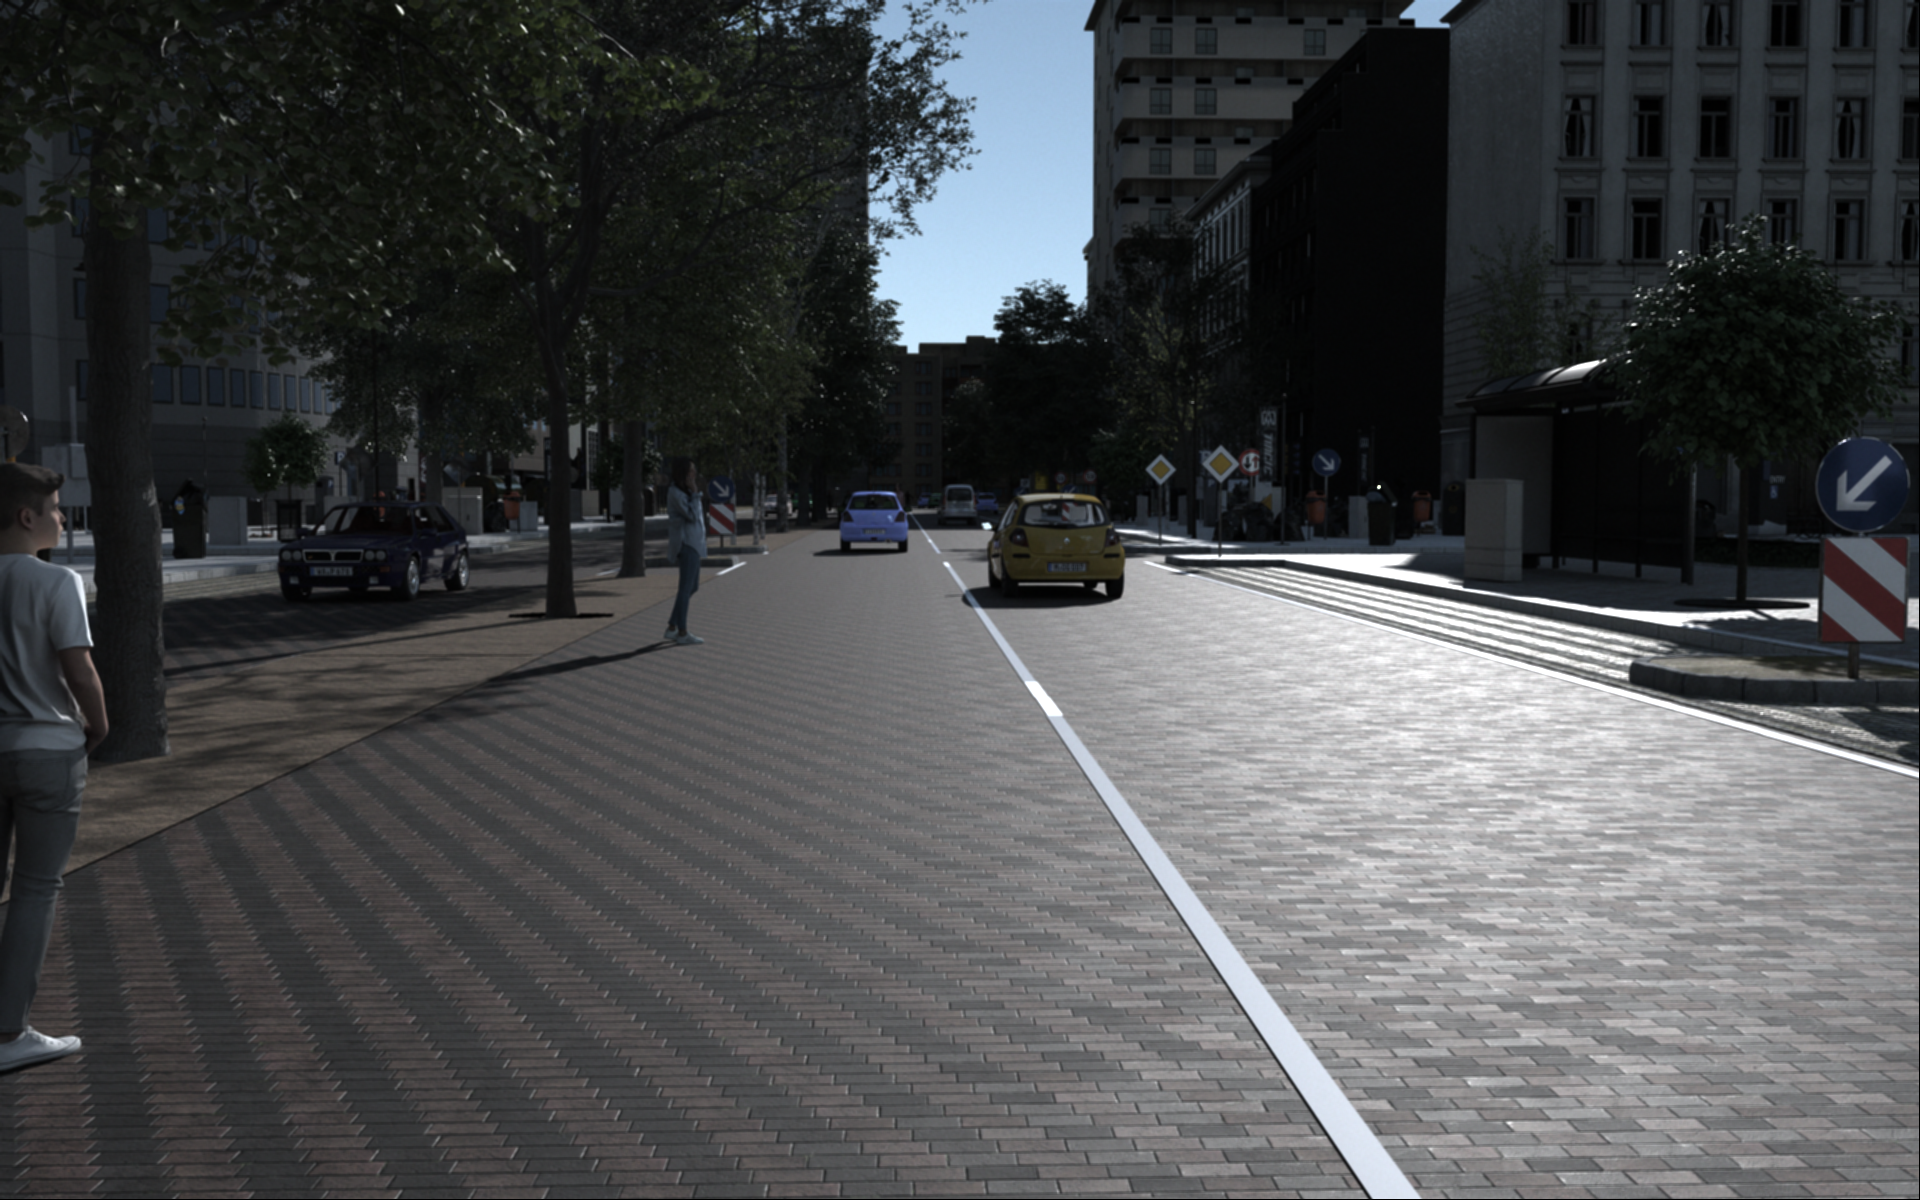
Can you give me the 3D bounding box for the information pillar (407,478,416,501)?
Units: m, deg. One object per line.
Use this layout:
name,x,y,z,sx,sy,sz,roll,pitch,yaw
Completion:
information pillar,-24.497,-4.457,77.364,0.304,2.012,0.304,-2,4,-25

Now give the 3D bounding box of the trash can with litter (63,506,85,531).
trash can with litter,-31.262,-3.021,60.451,1.678,1.210,2.233,0,4,3

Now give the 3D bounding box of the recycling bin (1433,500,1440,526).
recycling bin,19.621,-3.515,70.022,0.722,1.027,0.722,-1,4,-16

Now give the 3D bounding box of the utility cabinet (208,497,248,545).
utility cabinet,-18.387,-1.978,43.501,1.020,1.237,0.306,1,4,22

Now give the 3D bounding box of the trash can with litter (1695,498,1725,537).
trash can with litter,19.747,-2.101,45.734,1.055,1.170,0.624,-2,4,-31

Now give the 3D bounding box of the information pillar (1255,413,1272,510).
information pillar,8.750,-3.588,50.012,0.504,3.616,0.183,0,4,7

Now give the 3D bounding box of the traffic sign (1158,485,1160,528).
traffic sign,7.538,-3.935,65.528,0.795,2.450,0.064,0,4,-1

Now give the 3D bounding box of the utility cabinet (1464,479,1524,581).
utility cabinet,7.885,-1.034,25.579,0.318,1.500,1.173,-1,4,-11

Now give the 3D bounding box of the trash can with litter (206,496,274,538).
trash can with litter,-21.191,-2.452,51.146,2.233,1.210,1.678,0,4,0

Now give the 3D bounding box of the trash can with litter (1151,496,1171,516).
trash can with litter,11.496,-5.522,101.346,1.678,1.210,2.233,1,4,20

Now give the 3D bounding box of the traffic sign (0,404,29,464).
traffic sign,-13.585,-1.498,24.606,0.768,2.556,0.104,0,4,5

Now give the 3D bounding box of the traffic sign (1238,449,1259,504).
traffic sign,8.190,-2.973,48.708,0.768,2.556,0.104,0,4,6

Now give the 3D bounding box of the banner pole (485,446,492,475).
banner pole,-24.334,-6.075,89.336,0.401,3.779,0.863,-3,5,-42

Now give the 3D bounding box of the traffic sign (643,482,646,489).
traffic sign,-18.226,-6.138,94.225,2.265,3.308,0.079,0,4,0

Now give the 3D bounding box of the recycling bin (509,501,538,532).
recycling bin,-15.038,-2.881,59.656,0.722,1.027,0.722,-3,5,-44

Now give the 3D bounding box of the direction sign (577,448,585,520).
direction sign,-18.511,-5.660,84.543,0.379,3.537,0.876,-2,4,-30

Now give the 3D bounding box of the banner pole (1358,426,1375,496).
banner pole,15.115,-4.542,64.278,0.401,3.779,0.863,-3,4,-36

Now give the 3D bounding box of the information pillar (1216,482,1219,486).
information pillar,15.070,-5.951,101.791,0.304,2.012,0.304,3,5,41

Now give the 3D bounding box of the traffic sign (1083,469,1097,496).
traffic sign,6.480,-5.256,86.045,0.768,2.556,0.104,0,4,3

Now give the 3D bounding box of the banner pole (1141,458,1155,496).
banner pole,11.439,-7.036,105.052,0.863,3.779,0.401,-1,4,-13

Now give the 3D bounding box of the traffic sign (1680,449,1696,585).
traffic sign,10.282,-1.480,24.303,0.768,2.556,0.104,0,4,1

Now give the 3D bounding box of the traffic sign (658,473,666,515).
traffic sign,-18.510,-6.525,106.784,0.768,2.556,0.104,0,4,7

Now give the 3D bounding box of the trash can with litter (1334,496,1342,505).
trash can with litter,12.870,-2.951,59.301,1.678,1.210,2.233,0,4,6

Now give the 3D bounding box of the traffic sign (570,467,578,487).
traffic sign,-18.072,-4.904,80.285,0.768,2.556,0.104,0,4,-1

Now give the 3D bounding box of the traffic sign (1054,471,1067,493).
traffic sign,5.649,-5.944,97.296,0.768,2.556,0.104,0,4,-1

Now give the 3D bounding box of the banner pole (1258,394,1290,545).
banner pole,7.892,-3.271,43.499,0.863,3.779,0.401,0,4,-6

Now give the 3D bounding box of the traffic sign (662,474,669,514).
traffic sign,-18.733,-6.684,109.382,0.768,2.556,0.104,0,4,3

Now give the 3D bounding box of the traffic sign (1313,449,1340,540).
traffic sign,10.307,-2.978,48.792,0.768,2.556,0.104,0,4,6

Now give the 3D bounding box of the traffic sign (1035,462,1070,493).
traffic sign,5.939,-7.190,111.435,2.265,3.308,0.079,0,4,2

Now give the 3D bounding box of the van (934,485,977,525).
van,-0.149,-4.493,80.474,2.013,2.044,4.112,0,4,-4

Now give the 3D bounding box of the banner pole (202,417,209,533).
banner pole,-24.575,-4.061,56.407,0.401,3.779,0.863,-1,4,-22

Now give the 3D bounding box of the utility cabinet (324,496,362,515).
utility cabinet,-20.037,-2.750,56.125,1.020,1.237,0.306,-2,4,-31

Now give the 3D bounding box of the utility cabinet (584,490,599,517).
utility cabinet,-20.845,-5.403,97.021,1.173,1.500,0.318,-2,4,-24

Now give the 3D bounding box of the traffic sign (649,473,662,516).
traffic sign,-18.008,-6.253,102.339,0.768,2.556,0.104,0,4,3

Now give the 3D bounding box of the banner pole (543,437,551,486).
banner pole,-15.716,-4.719,67.173,0.863,3.779,0.401,0,4,-8

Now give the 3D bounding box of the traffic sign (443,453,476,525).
traffic sign,-12.257,-2.372,42.432,0.795,2.450,0.064,0,4,-2

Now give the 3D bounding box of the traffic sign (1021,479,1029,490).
traffic sign,4.365,-6.978,116.217,0.606,2.300,0.079,0,4,4

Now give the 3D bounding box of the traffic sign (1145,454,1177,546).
traffic sign,4.976,-2.409,43.037,0.795,2.450,0.064,0,4,-2

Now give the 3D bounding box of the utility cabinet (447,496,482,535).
utility cabinet,-15.397,-2.608,53.795,1.020,1.237,0.306,1,4,10

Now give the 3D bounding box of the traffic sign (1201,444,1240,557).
traffic sign,5.267,-1.921,35.057,0.795,2.450,0.064,0,4,-2

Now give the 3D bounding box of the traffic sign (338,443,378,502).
traffic sign,-11.967,-1.884,34.452,0.795,2.450,0.064,0,4,-2

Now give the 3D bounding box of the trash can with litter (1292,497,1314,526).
trash can with litter,13.756,-3.518,68.900,1.055,1.170,0.624,2,4,32

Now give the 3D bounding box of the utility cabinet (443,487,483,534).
utility cabinet,-15.846,-2.847,55.220,1.173,1.500,0.318,-1,4,-9

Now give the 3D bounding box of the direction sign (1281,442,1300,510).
direction sign,14.277,-5.069,74.881,0.876,3.537,0.379,-1,4,-13

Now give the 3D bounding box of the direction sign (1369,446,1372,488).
direction sign,19.166,-5.443,80.983,0.379,3.537,0.876,2,4,25
